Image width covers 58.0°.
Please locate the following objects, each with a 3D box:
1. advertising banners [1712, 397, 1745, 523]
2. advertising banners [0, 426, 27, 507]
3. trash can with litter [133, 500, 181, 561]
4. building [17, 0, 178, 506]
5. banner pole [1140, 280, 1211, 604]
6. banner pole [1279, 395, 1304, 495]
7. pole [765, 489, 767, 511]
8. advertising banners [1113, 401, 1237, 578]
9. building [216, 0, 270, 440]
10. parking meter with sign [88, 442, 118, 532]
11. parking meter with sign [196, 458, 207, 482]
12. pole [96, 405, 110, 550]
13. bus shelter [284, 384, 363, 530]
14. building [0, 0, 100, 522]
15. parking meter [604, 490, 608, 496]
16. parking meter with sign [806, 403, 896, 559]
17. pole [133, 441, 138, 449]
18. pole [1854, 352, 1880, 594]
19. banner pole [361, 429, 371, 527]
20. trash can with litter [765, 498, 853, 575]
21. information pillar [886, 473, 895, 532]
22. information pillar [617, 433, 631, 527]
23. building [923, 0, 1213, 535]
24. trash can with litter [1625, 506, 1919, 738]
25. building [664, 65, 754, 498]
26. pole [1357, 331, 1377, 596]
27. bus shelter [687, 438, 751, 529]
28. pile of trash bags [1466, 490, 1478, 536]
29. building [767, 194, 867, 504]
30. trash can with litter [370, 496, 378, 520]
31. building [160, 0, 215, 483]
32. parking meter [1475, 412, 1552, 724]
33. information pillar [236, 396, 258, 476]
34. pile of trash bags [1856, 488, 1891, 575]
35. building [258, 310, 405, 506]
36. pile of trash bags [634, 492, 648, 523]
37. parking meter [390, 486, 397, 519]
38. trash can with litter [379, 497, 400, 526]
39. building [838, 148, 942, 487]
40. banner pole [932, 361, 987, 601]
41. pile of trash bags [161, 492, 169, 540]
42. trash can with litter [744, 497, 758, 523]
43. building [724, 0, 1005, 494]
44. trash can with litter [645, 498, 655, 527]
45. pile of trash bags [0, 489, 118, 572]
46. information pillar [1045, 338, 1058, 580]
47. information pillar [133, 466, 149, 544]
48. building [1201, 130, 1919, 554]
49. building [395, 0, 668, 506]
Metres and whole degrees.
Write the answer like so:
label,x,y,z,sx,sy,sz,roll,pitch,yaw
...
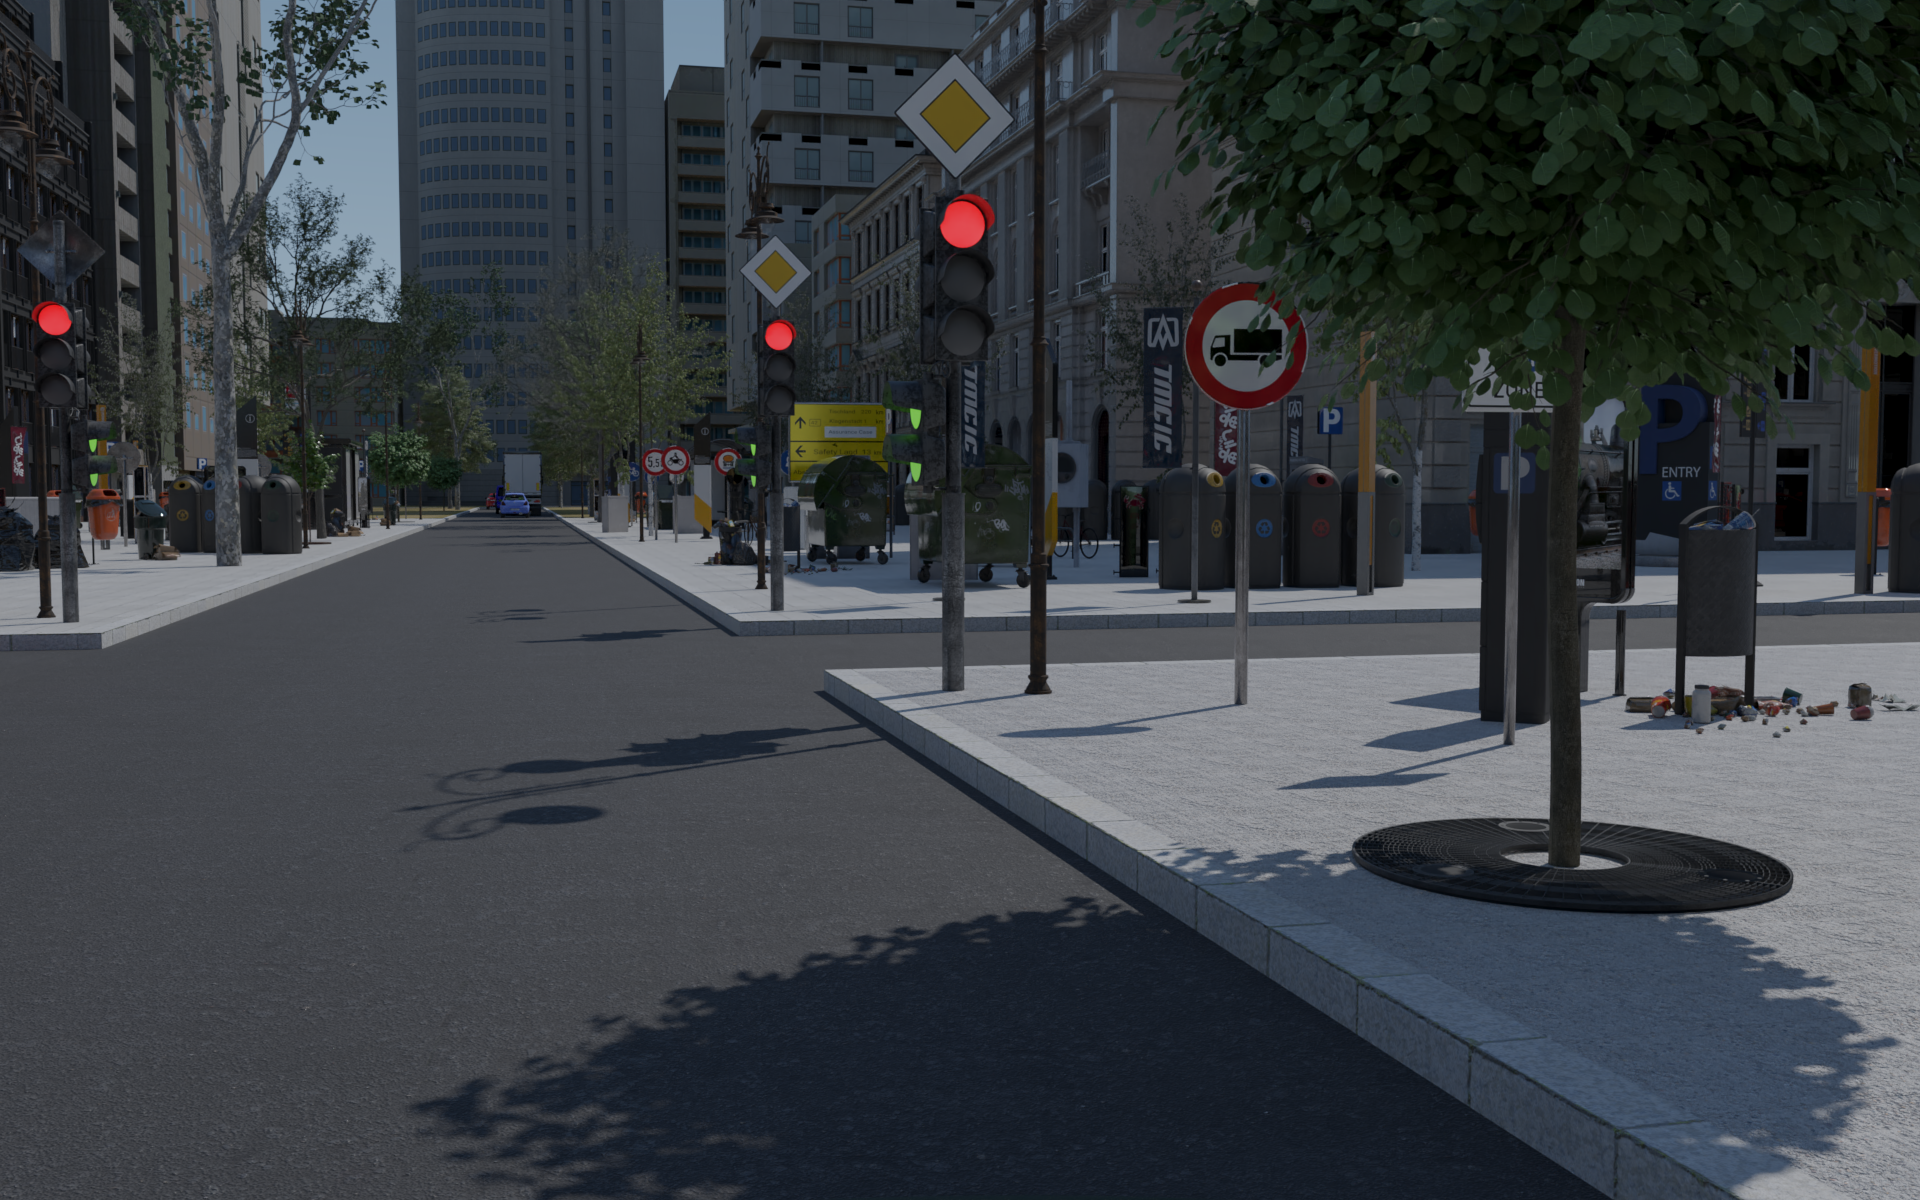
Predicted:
label,x,y,z,sx,sy,sz,roll,pitch,yaw
advertising banners,9.910,-1.602,22.384,0.090,3.025,2.074,2,4,34
advertising banners,-24.507,-2.925,44.006,0.090,3.025,2.074,1,4,18
trash can with litter,-15.593,-1.368,33.756,1.055,1.170,0.624,2,4,32
building,-50.752,-19.588,91.963,14.160,30.474,14.107,-1,4,-14
banner pole,2.549,-1.860,20.428,0.863,3.779,0.401,1,4,16
banner pole,7.365,-2.982,38.780,0.401,3.779,0.863,-3,4,-39
pole,-6.645,-3.978,58.886,0.158,3.312,0.155,0,3,0
advertising banners,3.396,-1.861,26.622,2.074,3.025,0.090,0,4,-5
building,-67.338,-32.989,128.606,27.495,52.752,28.713,-1,4,-14
parking meter with sign,-28.799,-3.781,58.082,1.738,3.016,0.543,3,5,44
parking meter with sign,-36.017,-5.346,83.672,1.738,3.016,0.543,2,4,27
pole,-19.678,-2.810,39.780,0.158,3.312,0.155,0,3,0
bus shelter,-24.187,-5.404,65.993,2.179,5.291,8.768,-1,4,-14
building,-44.461,-14.815,71.910,12.332,23.373,15.834,-1,4,-14
parking meter,-18.361,-5.004,90.224,0.372,1.533,0.369,0,3,0
parking meter with sign,-2.178,-2.335,34.434,1.738,3.016,0.543,-1,4,-16
pole,-31.423,-4.419,66.096,0.158,3.312,0.155,0,3,0
pole,11.635,-1.734,22.199,0.158,3.312,0.155,0,3,0
banner pole,-22.998,-4.712,67.063,0.401,3.779,0.863,0,4,-5
trash can with litter,-2.487,-1.071,28.565,1.678,1.210,2.233,3,5,40
information pillar,-2.398,-3.345,59.182,0.304,2.012,0.304,1,4,12
information pillar,-12.942,-4.608,66.692,0.504,3.616,0.183,-3,5,-44
building,7.716,-13.734,66.348,13.314,21.916,24.055,-1,4,-14
trash can with litter,4.819,0.057,10.122,2.233,1.210,1.678,-1,4,-18
building,-23.961,-35.342,201.549,21.600,48.544,21.300,-1,4,-14
pole,5.135,-1.713,21.851,0.158,3.312,0.155,0,3,0
bus shelter,-9.249,-4.385,65.624,2.014,3.302,5.546,-1,4,-14
pile of trash bags,11.502,-1.546,35.034,3.447,1.369,1.912,-2,4,-35
building,2.687,-16.662,117.469,27.650,21.520,28.899,-1,4,-14
trash can with litter,-29.732,-4.571,85.798,2.233,1.210,1.678,0,4,-5
building,-53.855,-27.846,105.399,14.600,45.320,14.200,-1,4,-14
parking meter,3.129,-0.248,9.771,0.399,1.863,0.255,2,4,29
information pillar,-16.862,-3.038,41.025,0.504,3.616,0.183,-1,4,-19
pile of trash bags,15.892,-1.056,27.010,3.447,1.369,1.912,2,4,31
building,-77.118,-21.254,192.540,28.899,21.520,27.650,-1,4,-14
pile of trash bags,-13.146,-4.058,76.099,3.447,1.369,1.912,3,5,41
parking meter,-29.185,-5.115,89.348,0.255,1.863,0.399,0,4,7
trash can with litter,-23.087,-3.588,70.050,0.624,1.170,1.055,0,4,-1
building,0.783,-13.628,87.438,10.561,19.102,19.286,-1,4,-14
banner pole,0.023,-1.870,20.587,0.401,3.779,0.863,-3,5,-43
pile of trash bags,-21.333,-2.369,48.487,1.912,1.369,3.447,-3,4,-39
trash can with litter,-9.200,-3.992,76.655,1.055,1.170,0.624,2,4,29
building,-4.544,-33.913,143.720,28.713,52.752,27.495,-1,4,-14
trash can with litter,-11.803,-3.397,66.928,0.624,1.170,1.055,-1,4,-20
pile of trash bags,-16.015,-1.245,30.115,1.912,1.369,3.447,1,4,19
information pillar,1.347,-2.111,25.872,0.183,3.616,0.504,-1,4,-14
information pillar,-21.188,-2.467,44.821,0.304,2.012,0.304,-1,4,-11
building,19.967,-15.115,44.390,25.104,27.353,12.463,-1,4,-14
building,-48.182,-39.955,195.265,28.212,58.520,21.231,-1,4,-14
